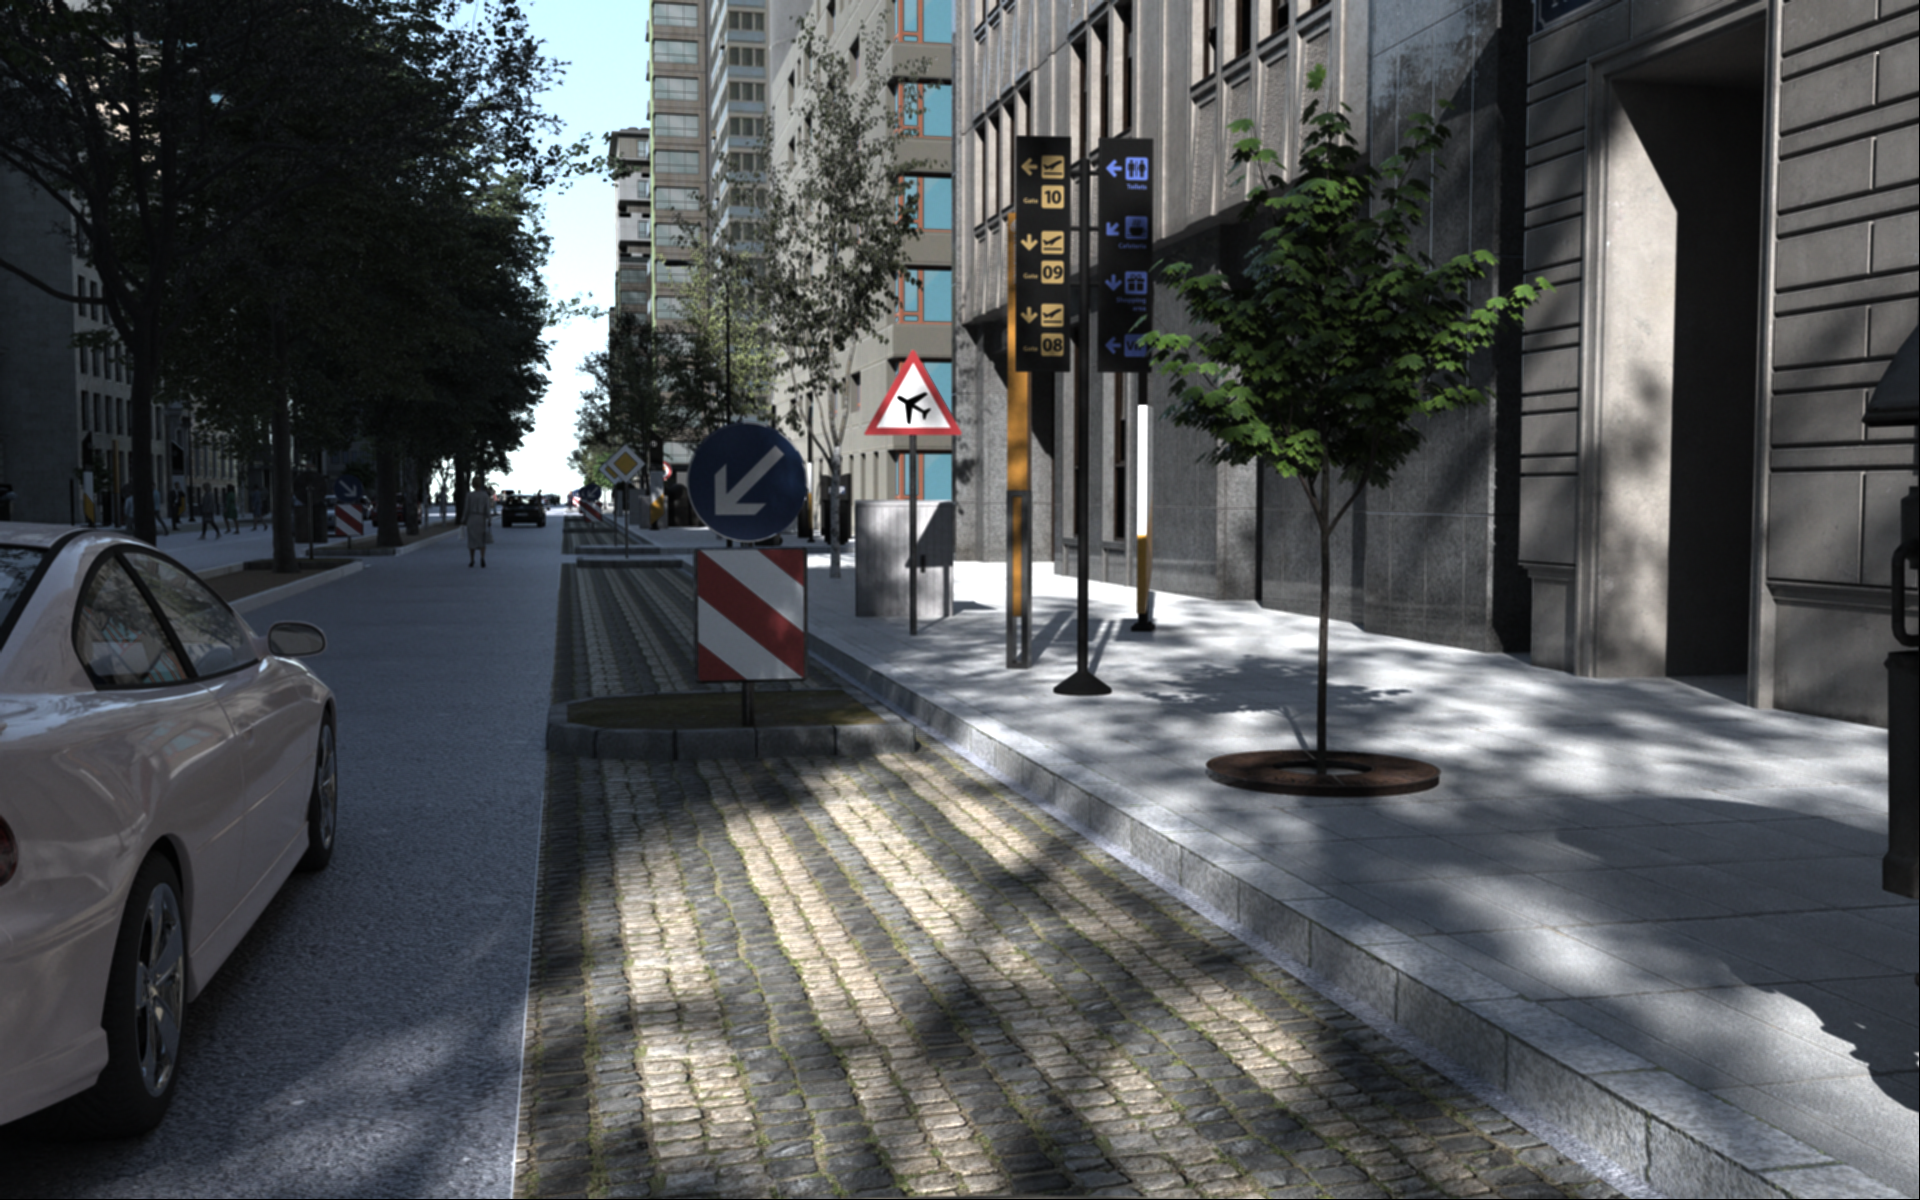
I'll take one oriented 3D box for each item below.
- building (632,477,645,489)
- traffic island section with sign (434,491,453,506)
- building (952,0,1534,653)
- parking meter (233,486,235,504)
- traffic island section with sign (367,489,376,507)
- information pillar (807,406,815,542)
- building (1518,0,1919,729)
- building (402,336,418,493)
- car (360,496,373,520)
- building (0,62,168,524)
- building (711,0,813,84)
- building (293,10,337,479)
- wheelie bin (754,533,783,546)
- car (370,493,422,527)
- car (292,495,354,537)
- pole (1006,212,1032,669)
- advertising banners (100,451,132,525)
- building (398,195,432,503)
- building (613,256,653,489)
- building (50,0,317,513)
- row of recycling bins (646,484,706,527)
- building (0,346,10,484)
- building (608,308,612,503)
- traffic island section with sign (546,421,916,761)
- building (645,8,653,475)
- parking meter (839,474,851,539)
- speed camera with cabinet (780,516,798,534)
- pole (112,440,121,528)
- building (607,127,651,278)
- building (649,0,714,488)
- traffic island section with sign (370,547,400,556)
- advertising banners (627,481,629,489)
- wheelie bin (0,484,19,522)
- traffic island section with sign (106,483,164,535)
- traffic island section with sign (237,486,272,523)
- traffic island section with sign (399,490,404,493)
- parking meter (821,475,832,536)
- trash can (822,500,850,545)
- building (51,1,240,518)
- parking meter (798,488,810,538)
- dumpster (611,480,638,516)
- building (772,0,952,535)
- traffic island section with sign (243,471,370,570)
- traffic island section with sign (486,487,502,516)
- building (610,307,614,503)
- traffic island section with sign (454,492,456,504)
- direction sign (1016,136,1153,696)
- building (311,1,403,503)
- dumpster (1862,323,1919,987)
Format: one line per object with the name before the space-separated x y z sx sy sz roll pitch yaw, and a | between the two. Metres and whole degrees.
building | -17.613 -29.833 179.657 32.217 40.220 23.993 -1 4 -13
traffic island section with sign | -64.288 -12.641 215.311 1.989 1.847 2.006 -1 4 -13
building | 7.901 -12.611 24.220 12.078 24.808 19.932 -1 4 -13
parking meter | -43.280 -5.944 102.889 0.255 1.863 0.399 3 5 43
traffic island section with sign | -46.276 -7.804 136.226 1.989 1.847 2.006 -1 4 -13
information pillar | -3.963 -3.338 45.926 0.183 3.616 0.504 0 3 0
building | 11.252 -10.258 3.870 11.583 22.565 21.152 -1 4 -13
building | -79.579 -27.921 228.216 14.160 30.474 14.107 -1 4 -13
car | -33.464 -5.079 95.616 1.945 1.354 3.894 -1 4 -13
building | -44.832 -13.841 81.055 10.420 20.320 16.860 -1 4 -13
building | -2.577 -25.453 108.039 32.217 40.220 23.993 -1 4 -13
building | -67.745 -30.429 152.138 22.147 44.769 28.867 -1 4 -13
wheelie bin | -4.807 -2.140 42.904 0.693 1.594 0.980 1 4 17
car | -25.256 -4.201 77.722 2.155 1.783 4.494 -1 4 -11
car | -21.681 -2.895 59.328 2.014 1.417 4.499 -1 4 -11
pole | 0.436 -1.153 12.687 0.158 3.312 0.155 0 3 0
advertising banners | -34.334 -4.561 70.763 2.074 3.025 0.090 1 4 21
building | -85.923 -37.018 255.346 14.600 45.320 14.200 -1 4 -13
building | -34.641 -26.952 212.373 14.160 30.474 14.107 -1 4 -13
building | -60.006 -30.813 123.401 23.786 49.044 30.456 -1 4 -13
row of recycling bins | -10.691 -3.740 68.268 3.534 1.692 1.069 -3 4 -38
building | -41.502 -14.411 54.707 14.460 24.649 34.723 -1 4 -13
building | -46.929 -30.297 267.057 14.160 30.474 14.107 -1 4 -13
traffic island section with sign | -1.432 -0.098 10.234 1.989 1.847 2.006 -1 4 -13
building | -15.716 -32.524 151.368 23.786 49.044 30.456 -1 4 -13
parking meter | -3.320 -2.671 49.388 0.399 1.863 0.255 2 4 24
speed camera with cabinet | -5.721 -3.815 56.707 0.660 3.252 2.038 -1 4 -14
pole | -31.809 -4.372 65.326 0.158 3.312 0.155 0 3 0
building | -35.244 -40.269 247.640 28.713 52.752 27.495 -1 4 -13
building | -15.927 -27.227 128.763 14.154 41.232 14.086 -1 4 -13
traffic island section with sign | -14.298 -1.995 40.751 2.006 1.907 1.989 -1 4 -13
advertising banners | -17.460 -5.862 92.027 0.090 3.025 2.074 -2 4 -24
wheelie bin | -29.117 -2.735 52.620 0.980 1.594 0.693 -1 4 -17
traffic island section with sign | -29.071 -3.181 60.642 1.989 1.847 2.006 -1 4 -13
traffic island section with sign | -35.062 -4.789 86.926 1.989 1.847 2.006 -1 4 -13
traffic island section with sign | -52.264 -9.412 162.510 1.989 1.847 2.006 -1 4 -13
parking meter | -4.112 -2.928 53.578 0.255 1.863 0.399 2 4 29
trash can | -3.135 -1.972 43.900 0.748 1.137 0.748 0 3 0
building | -50.079 -19.169 99.322 13.634 28.700 20.117 -1 4 -13
parking meter | -4.597 -2.606 51.024 0.372 1.533 0.369 0 3 0
dumpster | -19.415 -5.978 100.230 1.502 2.255 1.985 -1 4 -13
building | 9.217 -13.349 63.298 28.899 21.520 27.650 -1 4 -13
traffic island section with sign | -12.663 -1.553 33.525 2.006 1.907 1.989 -1 4 -13
traffic island section with sign | -30.987 -6.476 114.019 2.006 1.907 1.989 -1 4 -13
building | -37.822 -27.791 226.091 14.160 30.474 14.107 -1 4 -13
traffic island section with sign | -70.299 -14.255 241.697 1.989 1.847 2.006 -1 4 -13
direction sign | 0.792 -1.168 11.094 0.876 3.537 0.379 0 4 -6
building | -78.920 -40.589 205.628 21.231 58.520 28.212 -1 4 -13
dumpster | 2.695 0.172 2.939 1.264 1.857 1.865 -1 4 -13
